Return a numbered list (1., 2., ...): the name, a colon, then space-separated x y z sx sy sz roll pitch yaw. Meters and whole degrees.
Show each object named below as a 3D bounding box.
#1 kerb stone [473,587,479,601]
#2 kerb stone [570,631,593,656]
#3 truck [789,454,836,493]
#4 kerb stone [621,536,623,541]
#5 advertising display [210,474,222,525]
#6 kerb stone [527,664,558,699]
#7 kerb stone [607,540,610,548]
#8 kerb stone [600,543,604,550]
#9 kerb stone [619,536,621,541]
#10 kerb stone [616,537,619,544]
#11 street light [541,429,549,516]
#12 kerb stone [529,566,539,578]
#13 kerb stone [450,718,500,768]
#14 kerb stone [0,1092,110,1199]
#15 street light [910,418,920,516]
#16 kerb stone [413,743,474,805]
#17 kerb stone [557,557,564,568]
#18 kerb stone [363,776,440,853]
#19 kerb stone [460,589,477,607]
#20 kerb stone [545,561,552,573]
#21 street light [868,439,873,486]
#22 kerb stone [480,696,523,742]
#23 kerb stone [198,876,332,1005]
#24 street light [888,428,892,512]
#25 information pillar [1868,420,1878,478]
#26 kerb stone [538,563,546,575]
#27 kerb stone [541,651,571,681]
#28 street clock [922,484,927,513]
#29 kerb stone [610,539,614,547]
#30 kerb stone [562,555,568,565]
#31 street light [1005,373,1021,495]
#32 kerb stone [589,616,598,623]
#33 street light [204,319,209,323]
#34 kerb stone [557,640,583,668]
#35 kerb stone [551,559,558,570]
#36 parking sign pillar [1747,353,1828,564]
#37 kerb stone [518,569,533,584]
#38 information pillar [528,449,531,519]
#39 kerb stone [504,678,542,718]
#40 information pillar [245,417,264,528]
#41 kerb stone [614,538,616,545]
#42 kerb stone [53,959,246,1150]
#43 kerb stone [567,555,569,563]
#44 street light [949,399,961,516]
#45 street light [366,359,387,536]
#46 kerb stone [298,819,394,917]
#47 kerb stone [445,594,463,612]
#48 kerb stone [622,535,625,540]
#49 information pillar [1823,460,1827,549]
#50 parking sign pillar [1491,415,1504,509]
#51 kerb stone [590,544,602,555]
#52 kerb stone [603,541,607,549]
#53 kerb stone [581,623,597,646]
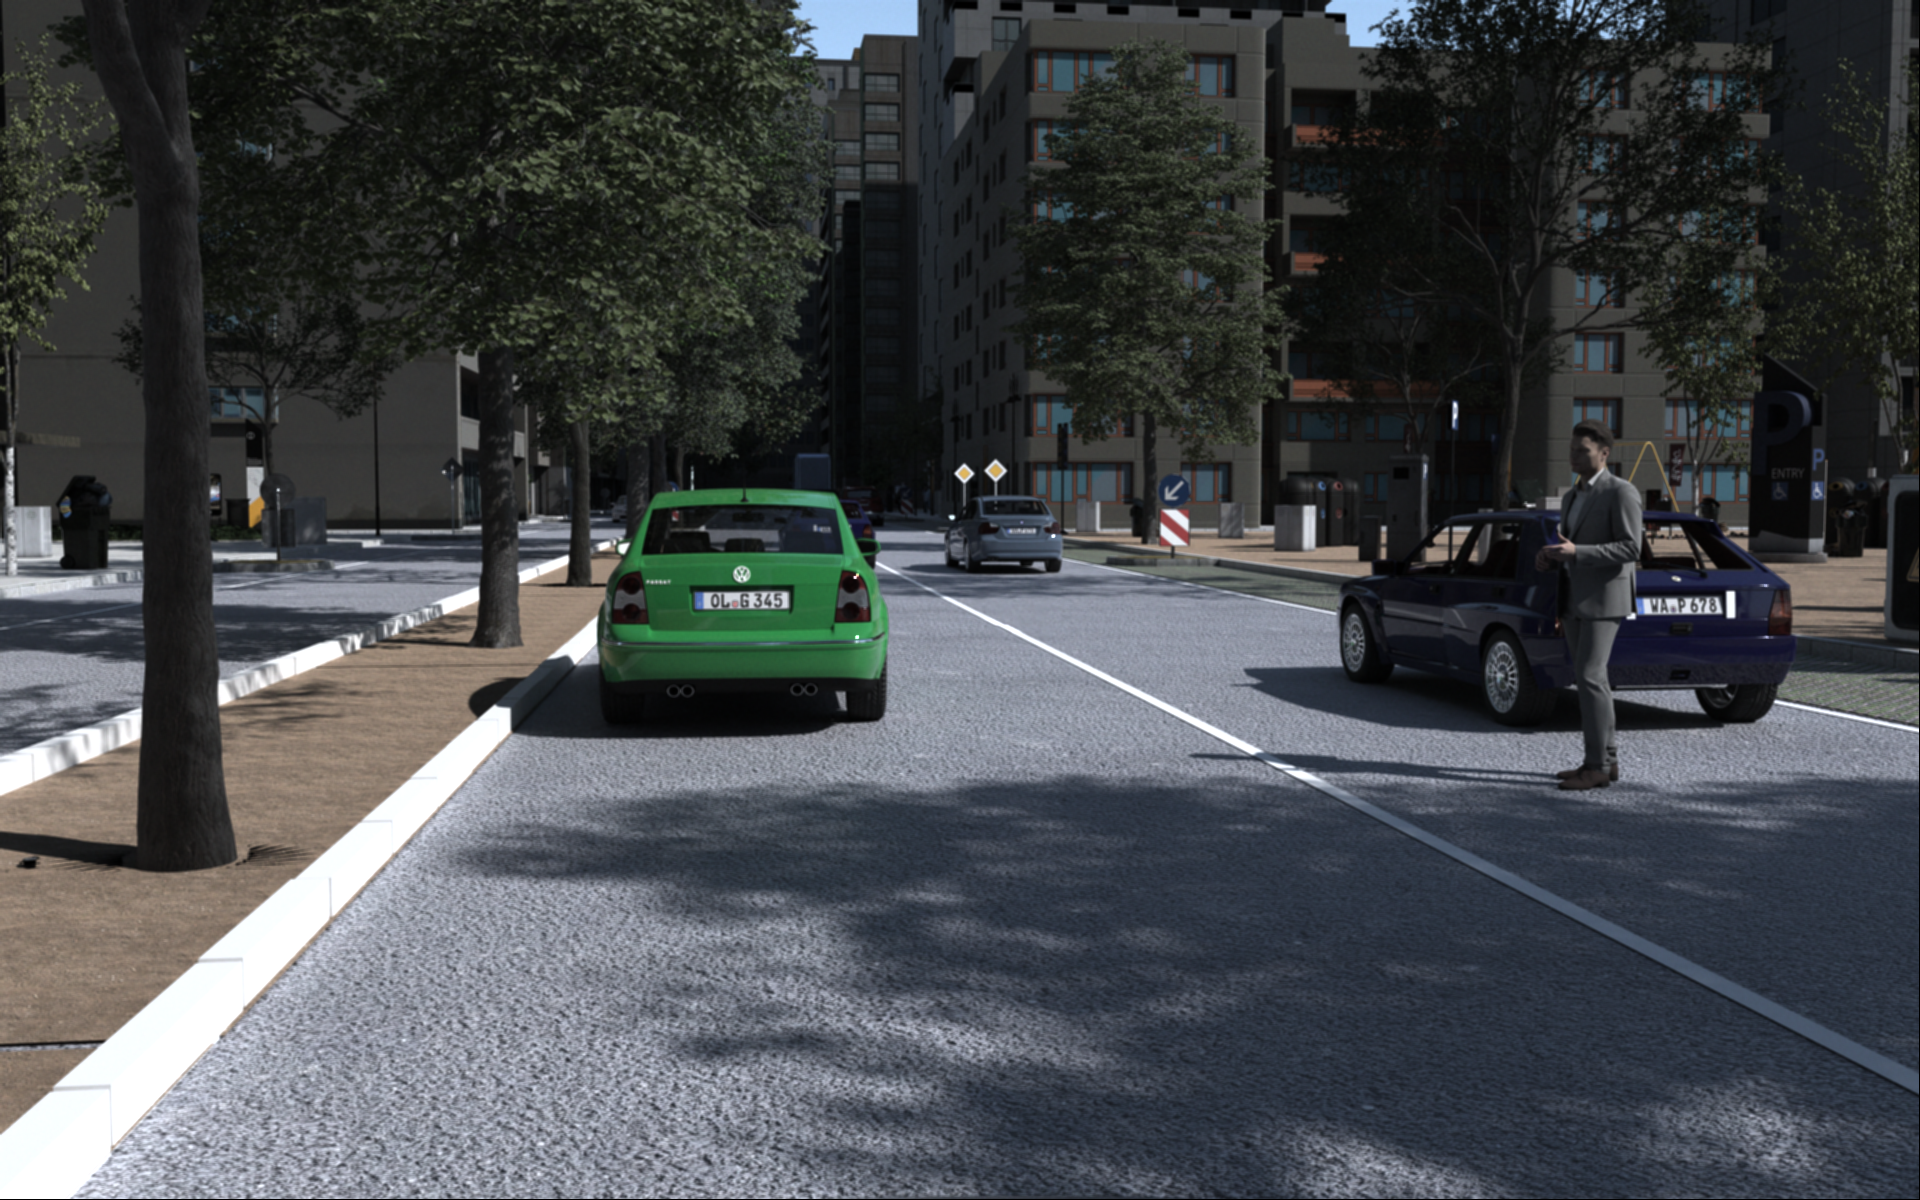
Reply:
1. kerb stone: -6.518 -0.066 23.269 0.120 0.150 1.000 0 4 -7
2. kerb stone: -3.397 0.413 15.449 0.120 0.150 1.000 0 4 -7
3. truck: -8.874 -7.331 109.614 2.967 4.110 18.799 -1 4 -9
4. kerb stone: -10.030 -1.740 50.751 0.120 0.150 1.000 0 4 -7
5. advertising display: -23.800 -3.021 54.606 0.974 1.923 0.123 -1 4 -16
6. kerb stone: -3.010 0.602 12.402 0.120 0.150 1.000 0 4 -7
7. kerb stone: -9.384 -1.429 45.649 0.120 0.150 1.000 0 4 -7
8. kerb stone: -9.120 -1.306 43.617 0.120 0.150 1.000 0 4 -7
9. kerb stone: -9.894 -1.683 49.718 0.120 0.150 1.000 0 4 -7
10. kerb stone: -9.765 -1.621 48.700 0.120 0.150 1.000 0 4 -7
11. street light: -23.873 -7.788 100.123 0.468 5.910 1.993 0 4 -7
12. kerb stone: -7.299 -0.440 29.382 0.120 0.150 1.000 0 4 -7
13. kerb stone: -2.628 0.789 9.354 0.120 0.150 1.000 0 4 -7
14. kerb stone: -1.836 1.163 3.245 0.120 0.150 1.000 0 4 -7
15. street light: -2.617 -7.919 102.258 0.468 5.910 1.993 0 4 -7
16. kerb stone: -2.490 0.847 8.341 0.120 0.150 1.000 0 4 -7
17. kerb stone: -7.814 -0.688 33.446 0.120 0.150 1.000 0 4 -7
18. kerb stone: -2.362 0.914 7.327 0.120 0.150 1.000 0 4 -7
19. kerb stone: -6.382 -0.004 22.256 0.120 0.150 1.000 0 4 -7
20. kerb stone: -7.554 -0.561 31.410 0.120 0.150 1.000 0 4 -7
21. street light: -7.203 -10.165 138.984 0.468 5.910 1.993 0 4 -7
22. kerb stone: -2.754 0.725 10.373 0.120 0.150 1.000 0 4 -7
23. kerb stone: -2.106 1.034 5.286 0.120 0.150 1.000 0 4 -7
24. street light: -4.904 -9.038 120.560 0.468 5.910 1.993 0 4 -7
25. information pillar: 28.922 -3.888 54.931 0.183 3.616 0.504 1 4 9
26. kerb stone: -7.426 -0.501 30.396 0.120 0.150 1.000 0 4 -7
27. kerb stone: -3.147 0.537 13.414 0.120 0.150 1.000 0 4 -7
28. street clock: -2.364 -6.996 118.955 0.471 2.002 0.358 3 5 42
29. kerb stone: -9.497 -1.497 46.668 0.120 0.150 1.000 0 4 -7
30. kerb stone: -7.951 -0.750 34.459 0.120 0.150 1.000 0 4 -7
31. street light: 2.041 -5.713 66.198 0.468 5.910 1.993 0 4 -7
32. kerb stone: -3.663 0.289 17.475 0.120 0.150 1.000 0 4 -7
33. street light: -15.515 -3.794 34.815 0.468 5.910 1.993 0 4 -7
34. kerb stone: -3.273 0.475 14.433 0.120 0.150 1.000 0 4 -7
35. kerb stone: -7.683 -0.626 32.432 0.120 0.150 1.000 0 4 -7
36. parking sign pillar: 15.556 -2.696 32.548 1.447 3.967 1.447 -2 4 -28
37. kerb stone: -7.159 -0.376 28.360 0.120 0.150 1.000 0 4 -7
38. information pillar: -22.541 -6.019 89.759 0.504 3.616 0.183 1 4 9
39. kerb stone: -2.885 0.661 11.386 0.120 0.150 1.000 0 4 -7
40. information pillar: -21.514 -3.760 52.829 0.504 3.616 0.183 -1 4 -21
41. kerb stone: -9.636 -1.559 47.683 0.120 0.150 1.000 0 4 -7
42. kerb stone: -1.971 1.100 4.263 0.120 0.150 1.000 0 4 -7
43. kerb stone: -8.078 -0.813 35.481 0.120 0.150 1.000 0 4 -7
44. street light: -0.230 -6.791 83.819 0.468 5.910 1.993 0 4 -7
45. street light: -17.847 -4.902 52.937 0.468 5.910 1.993 0 4 -7
46. kerb stone: -2.234 0.978 6.313 0.120 0.150 1.000 0 4 -7
47. kerb stone: -6.262 0.059 21.235 0.120 0.150 1.000 0 4 -7
48. kerb stone: -10.159 -1.809 51.772 0.120 0.150 1.000 0 4 -7
49. information pillar: 18.484 -2.015 37.440 0.304 2.012 0.304 -2 4 -26
50. parking sign pillar: 17.284 -4.100 55.514 1.447 3.967 1.447 1 4 17
51. kerb stone: -8.980 -1.245 42.604 0.120 0.150 1.000 0 4 -7
52. kerb stone: -9.251 -1.371 44.630 0.120 0.150 1.000 0 4 -7
53. kerb stone: -3.526 0.351 16.462 0.120 0.150 1.000 0 4 -7
